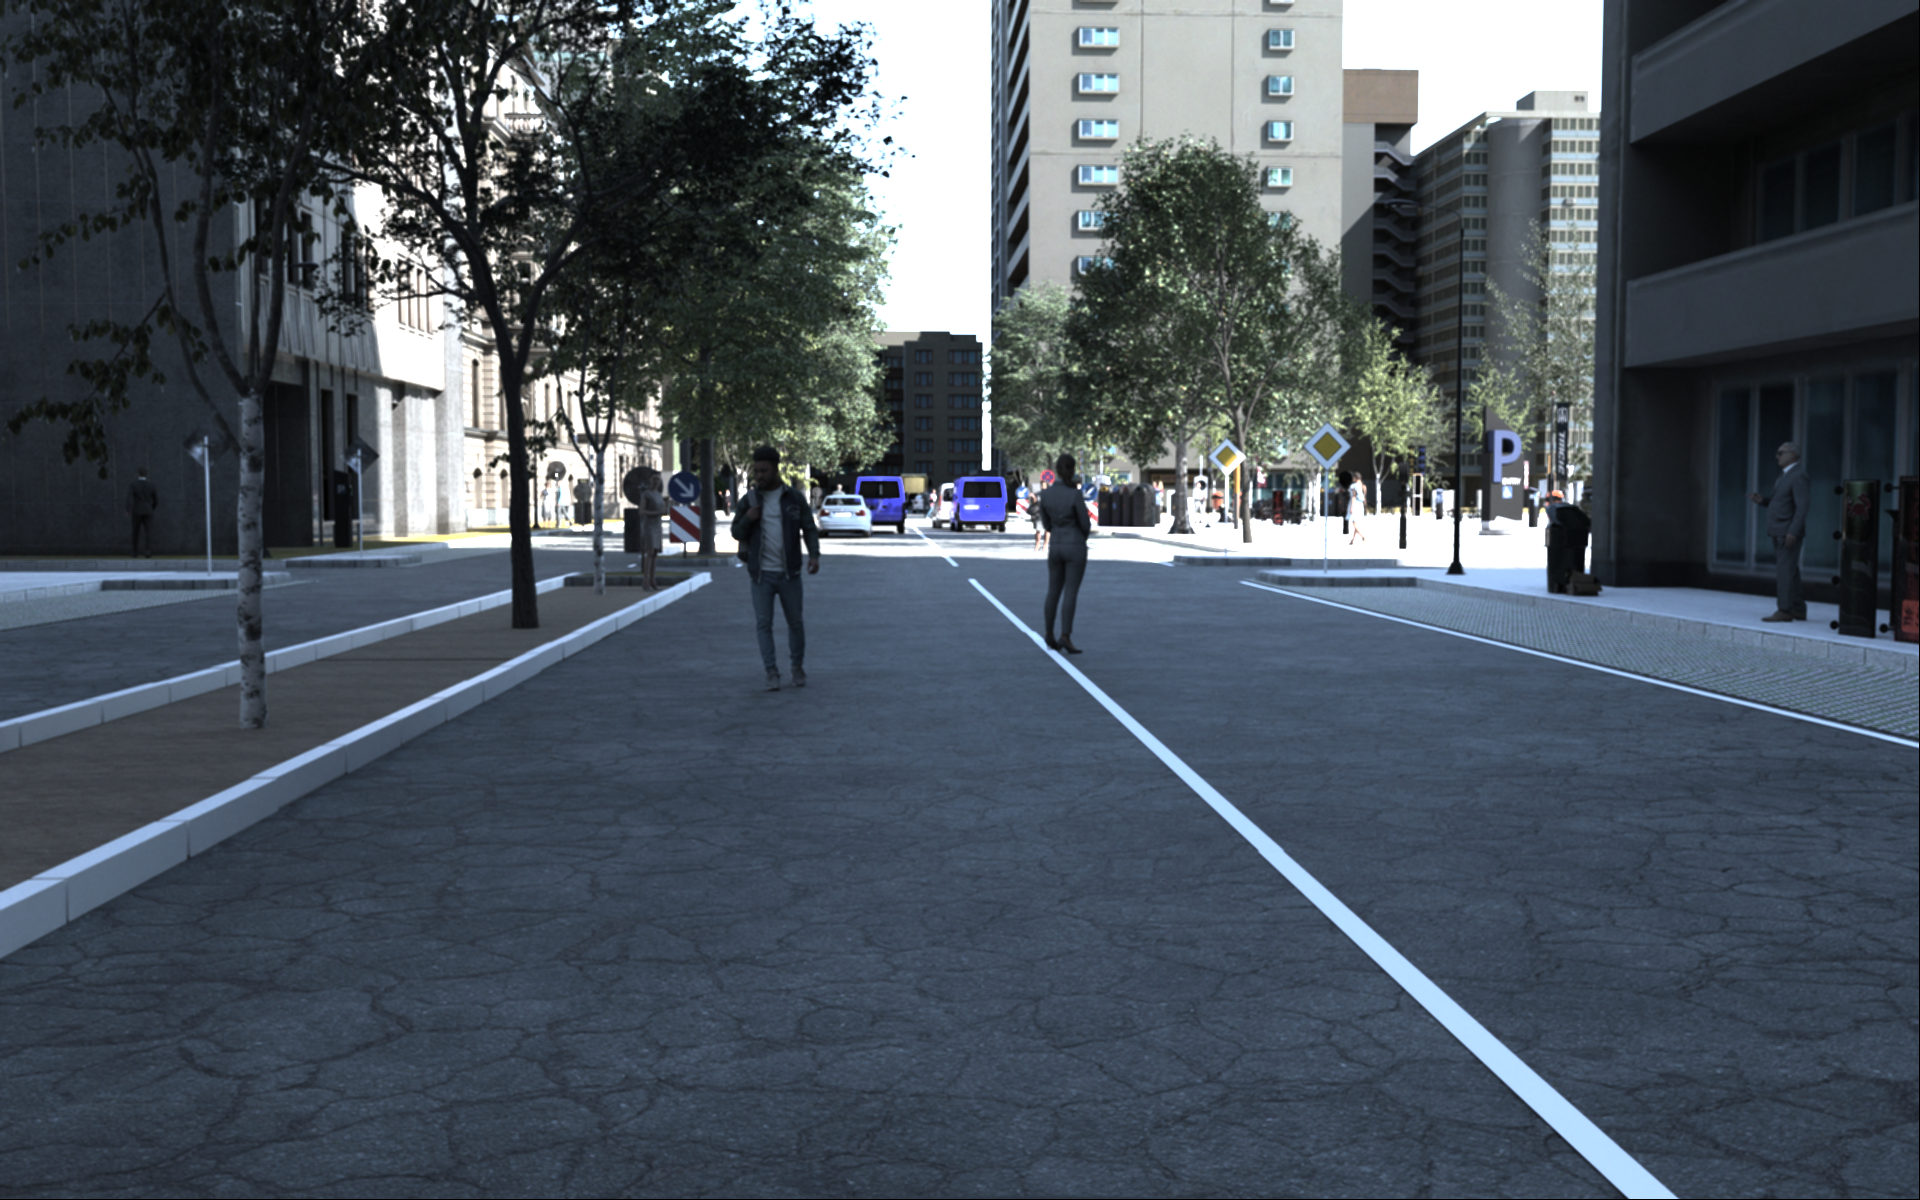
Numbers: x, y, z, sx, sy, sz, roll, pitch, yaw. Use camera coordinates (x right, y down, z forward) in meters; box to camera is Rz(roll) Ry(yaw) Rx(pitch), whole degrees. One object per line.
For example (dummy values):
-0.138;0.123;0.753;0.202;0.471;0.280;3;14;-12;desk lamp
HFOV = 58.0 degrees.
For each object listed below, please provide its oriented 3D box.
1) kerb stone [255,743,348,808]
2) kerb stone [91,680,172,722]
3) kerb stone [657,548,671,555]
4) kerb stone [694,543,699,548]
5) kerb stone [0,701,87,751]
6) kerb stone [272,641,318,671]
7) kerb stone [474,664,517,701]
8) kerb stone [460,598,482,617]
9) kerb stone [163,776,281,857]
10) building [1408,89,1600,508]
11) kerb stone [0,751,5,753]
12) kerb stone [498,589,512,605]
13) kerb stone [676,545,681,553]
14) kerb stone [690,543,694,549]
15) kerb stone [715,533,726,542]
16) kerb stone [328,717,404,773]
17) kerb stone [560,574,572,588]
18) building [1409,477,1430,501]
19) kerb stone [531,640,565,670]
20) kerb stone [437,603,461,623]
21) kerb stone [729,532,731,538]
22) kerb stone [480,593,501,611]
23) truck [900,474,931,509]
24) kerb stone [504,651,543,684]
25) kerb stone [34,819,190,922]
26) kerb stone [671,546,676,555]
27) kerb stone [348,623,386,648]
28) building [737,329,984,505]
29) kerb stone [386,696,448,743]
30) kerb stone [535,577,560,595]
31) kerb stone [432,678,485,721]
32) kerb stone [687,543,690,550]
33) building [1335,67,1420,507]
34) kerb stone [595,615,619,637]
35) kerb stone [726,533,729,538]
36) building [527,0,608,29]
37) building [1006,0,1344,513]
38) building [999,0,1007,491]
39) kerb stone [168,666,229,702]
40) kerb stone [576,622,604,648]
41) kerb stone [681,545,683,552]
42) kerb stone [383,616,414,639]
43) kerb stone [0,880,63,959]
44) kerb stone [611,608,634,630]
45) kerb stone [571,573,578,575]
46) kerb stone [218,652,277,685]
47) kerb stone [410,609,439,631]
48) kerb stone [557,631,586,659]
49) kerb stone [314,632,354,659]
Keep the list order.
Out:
-3.176;0.847;8.342;0.120;0.150;1.000;0;4;-3;kerb stone
-5.414;0.668;11.278;0.120;0.150;1.000;0;4;-3;kerb stone
-6.773;-1.057;39.470;0.120;0.150;1.000;0;4;-3;kerb stone
-7.064;-1.432;45.615;0.120;0.150;1.000;0;4;-3;kerb stone
-5.366;0.732;10.247;0.120;0.150;1.000;0;4;-3;kerb stone
-5.559;0.480;14.347;0.120;0.150;1.000;0;4;-3;kerb stone
-3.362;0.602;12.433;0.120;0.150;1.000;0;4;-3;kerb stone
-5.857;0.106;20.480;0.120;0.150;1.000;0;4;-3;kerb stone
-3.118;0.912;7.321;0.120;0.150;1.000;0;4;-3;kerb stone
57.871;-29.391;172.421;23.993;40.220;32.217;0;4;-3;building
-5.321;0.793;9.226;0.120;0.150;1.000;0;4;-3;kerb stone
-5.955;-0.021;22.532;0.120;0.150;1.000;0;4;-3;kerb stone
-6.875;-1.182;41.518;0.120;0.150;1.000;0;4;-3;kerb stone
-7.020;-1.370;44.593;0.120;0.150;1.000;0;4;-3;kerb stone
-7.459;-1.930;53.790;0.120;0.150;1.000;0;4;-3;kerb stone
-3.221;0.785;9.363;0.120;0.150;1.000;0;4;-3;kerb stone
-6.151;-0.270;26.620;0.120;0.150;1.000;0;4;-3;kerb stone
53.166;-31.865;204.594;14.086;41.232;14.154;0;4;-3;building
-3.473;0.472;14.478;0.120;0.150;1.000;0;4;-3;kerb stone
-5.812;0.171;19.459;0.120;0.150;1.000;0;4;-3;kerb stone
-7.568;-2.056;55.839;0.120;0.150;1.000;0;4;-3;kerb stone
-5.901;0.045;21.501;0.120;0.150;1.000;0;4;-3;kerb stone
-4.442;-10.452;166.820;3.469;3.379;9.791;0;4;-2;truck
-3.416;0.536;13.458;0.120;0.150;1.000;0;4;-3;kerb stone
-3.069;0.973;6.292;0.120;0.150;1.000;0;4;-3;kerb stone
-6.818;-1.119;40.497;0.120;0.150;1.000;0;4;-3;kerb stone
-5.662;0.355;16.393;0.120;0.150;1.000;0;4;-3;kerb stone
-12.426;-22.264;209.063;28.899;21.520;27.650;0;4;-3;building
-3.272;0.724;10.391;0.120;0.150;1.000;0;4;-3;kerb stone
-6.101;-0.208;25.599;0.120;0.150;1.000;0;4;-3;kerb stone
-3.318;0.660;11.411;0.120;0.150;1.000;0;4;-3;kerb stone
-6.973;-1.307;43.572;0.120;0.150;1.000;0;4;-3;kerb stone
38.067;-32.387;179.646;14.200;45.320;14.600;0;4;-3;building
-3.621;0.284;17.556;0.120;0.150;1.000;0;4;-3;kerb stone
-7.508;-1.988;54.814;0.120;0.150;1.000;0;4;-3;kerb stone
-55.267;-40.415;202.785;28.212;58.520;21.231;0;4;-3;building
14.773;-30.724;126.040;21.300;48.544;21.600;0;4;-3;building
13.888;-37.240;150.873;21.231;58.520;28.212;0;4;-3;building
-5.462;0.612;12.299;0.120;0.150;1.000;0;4;-3;kerb stone
-3.563;0.346;16.532;0.120;0.150;1.000;0;4;-3;kerb stone
-6.916;-1.245;42.550;0.120;0.150;1.000;0;4;-3;kerb stone
-5.714;0.293;17.414;0.120;0.150;1.000;0;4;-3;kerb stone
-3.017;1.036;5.272;0.120;0.150;1.000;0;4;-3;kerb stone
-3.662;0.221;18.584;0.120;0.150;1.000;0;4;-3;kerb stone
-6.201;-0.334;27.649;0.120;0.150;1.000;0;4;-3;kerb stone
-5.512;0.543;13.324;0.120;0.150;1.000;0;4;-3;kerb stone
-5.758;0.230;18.438;0.120;0.150;1.000;0;4;-3;kerb stone
-3.512;0.413;15.503;0.120;0.150;1.000;0;4;-3;kerb stone
-5.609;0.418;15.368;0.120;0.150;1.000;0;4;-3;kerb stone
